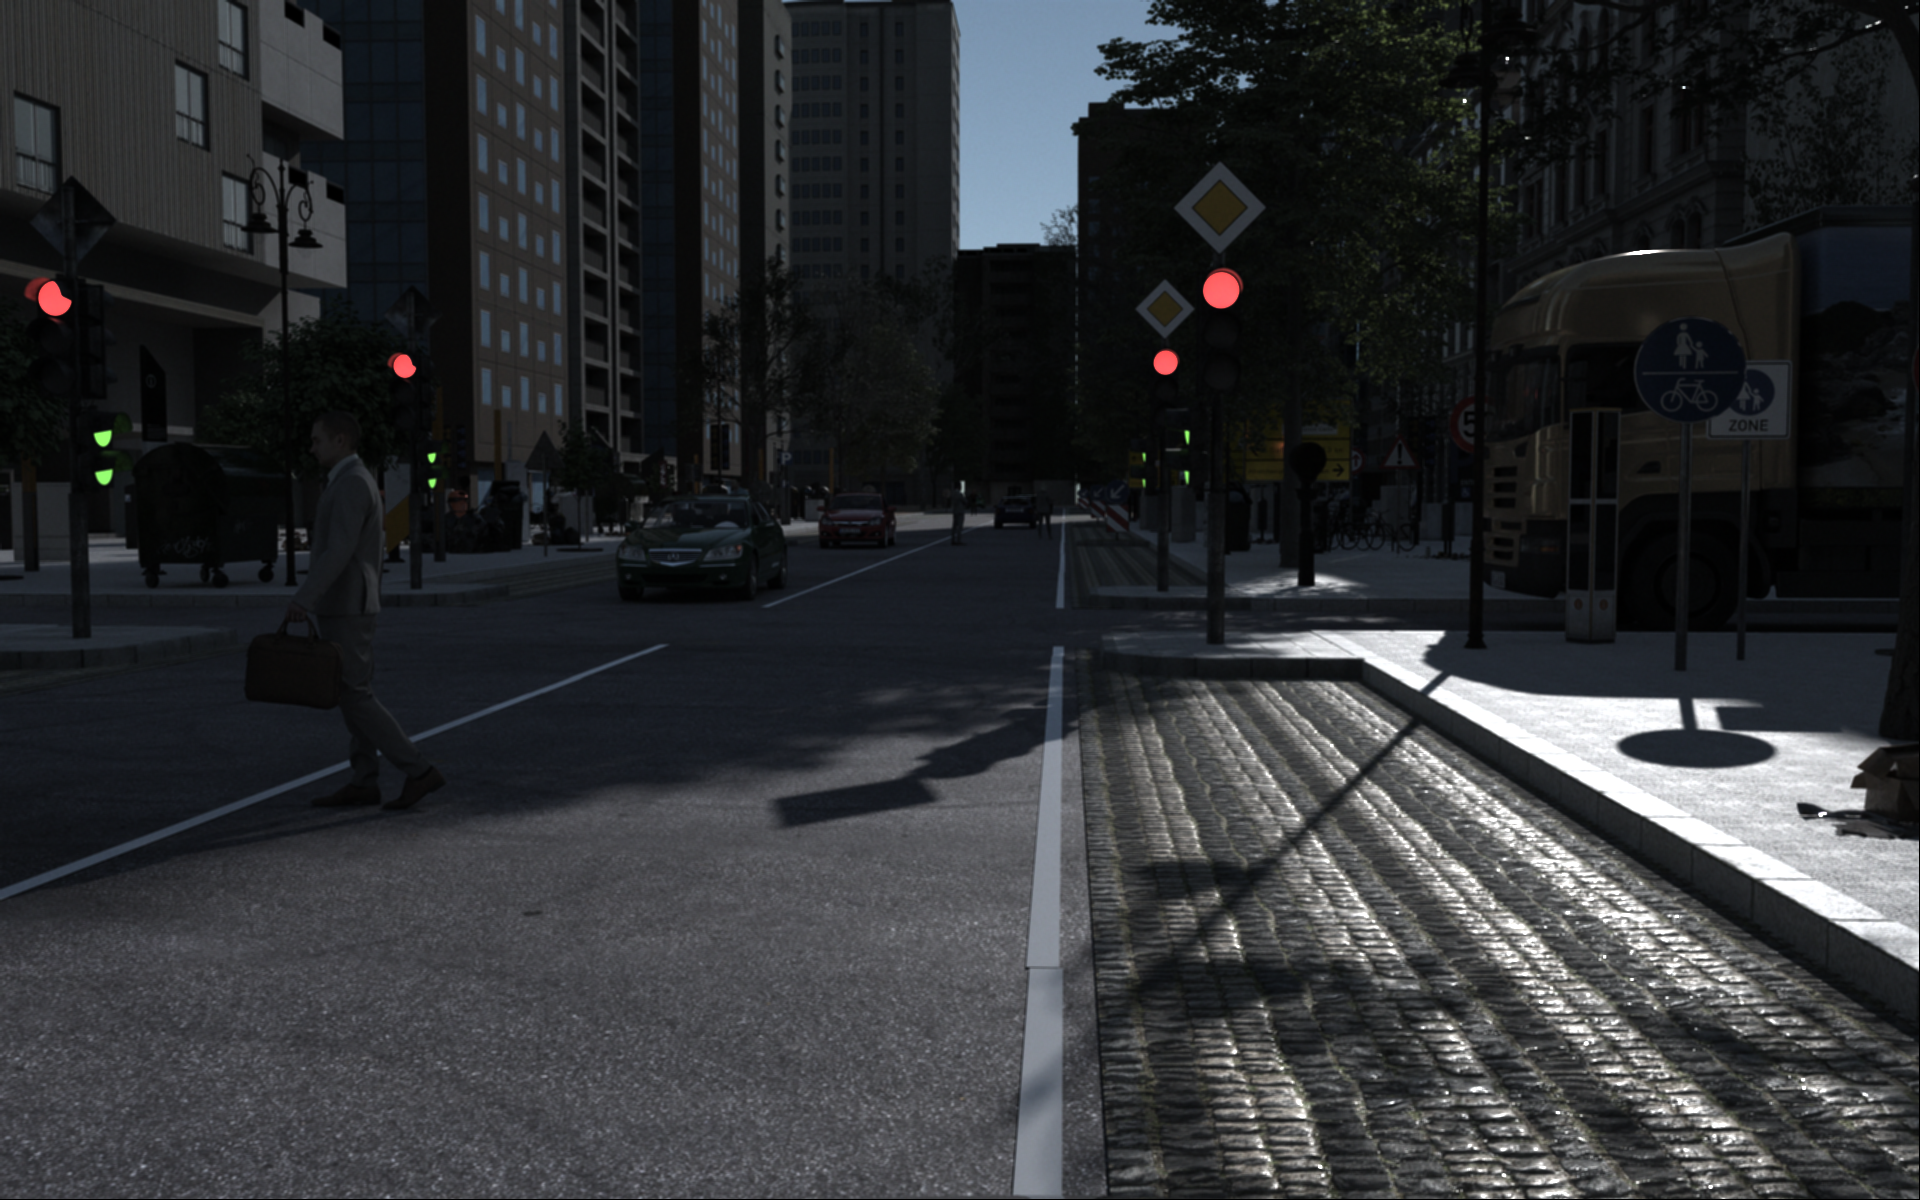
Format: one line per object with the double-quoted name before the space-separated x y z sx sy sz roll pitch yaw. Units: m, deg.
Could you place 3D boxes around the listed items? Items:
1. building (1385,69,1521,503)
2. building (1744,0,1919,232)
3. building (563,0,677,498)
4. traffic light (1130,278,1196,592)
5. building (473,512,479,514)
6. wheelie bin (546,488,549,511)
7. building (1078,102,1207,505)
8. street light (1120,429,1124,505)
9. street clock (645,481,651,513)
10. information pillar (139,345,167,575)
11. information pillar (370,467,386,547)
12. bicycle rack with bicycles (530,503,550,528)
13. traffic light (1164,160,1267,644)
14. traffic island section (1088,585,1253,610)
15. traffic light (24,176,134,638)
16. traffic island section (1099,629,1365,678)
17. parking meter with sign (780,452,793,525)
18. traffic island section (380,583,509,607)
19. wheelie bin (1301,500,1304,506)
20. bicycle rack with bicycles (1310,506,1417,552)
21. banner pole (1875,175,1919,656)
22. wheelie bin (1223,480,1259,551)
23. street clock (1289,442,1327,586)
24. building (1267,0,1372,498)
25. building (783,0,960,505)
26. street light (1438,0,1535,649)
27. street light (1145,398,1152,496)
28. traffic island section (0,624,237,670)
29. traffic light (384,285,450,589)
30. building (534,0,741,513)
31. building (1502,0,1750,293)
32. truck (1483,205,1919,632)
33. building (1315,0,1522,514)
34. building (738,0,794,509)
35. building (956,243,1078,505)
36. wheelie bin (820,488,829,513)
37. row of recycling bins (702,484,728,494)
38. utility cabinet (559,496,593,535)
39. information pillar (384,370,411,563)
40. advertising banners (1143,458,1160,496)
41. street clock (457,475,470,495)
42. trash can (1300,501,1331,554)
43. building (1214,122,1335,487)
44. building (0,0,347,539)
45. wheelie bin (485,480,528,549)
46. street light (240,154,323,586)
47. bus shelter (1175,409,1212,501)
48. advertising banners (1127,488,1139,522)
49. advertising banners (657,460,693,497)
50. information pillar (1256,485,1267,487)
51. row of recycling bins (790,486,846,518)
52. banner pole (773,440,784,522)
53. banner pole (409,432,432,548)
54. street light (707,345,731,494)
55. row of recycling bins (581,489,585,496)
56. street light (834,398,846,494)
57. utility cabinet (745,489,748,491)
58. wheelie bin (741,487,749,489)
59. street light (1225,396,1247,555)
"building" 29.554 -14.845 84.513 13.314 21.916 24.055 0 4 3
"building" 28.642 -11.306 39.604 16.860 20.320 10.420 0 4 3
"building" -29.316 -41.056 109.511 20.563 71.187 20.611 0 4 3
"traffic light" 2.656 -2.067 22.721 0.839 4.253 0.868 0 4 3
"building" -27.212 -26.312 80.315 14.600 45.320 14.200 0 4 3
"wheelie bin" -19.279 -4.537 82.083 0.693 1.594 0.980 2 4 26
"building" 20.797 -33.708 201.233 14.200 45.320 14.600 0 4 3
"street light" 9.075 -7.568 96.531 0.468 5.910 1.993 0 4 3
"street clock" -16.950 -5.475 94.079 0.358 2.002 0.471 2 4 34
"information pillar" -12.756 -2.207 27.437 0.183 3.616 0.504 1 4 15
"information pillar" -14.000 -2.267 41.549 0.304 2.012 0.304 2 4 23
"bicycle rack with bicycles" -16.266 -3.202 65.737 2.852 0.926 2.925 -3 5 -43
"traffic light" 2.174 -1.580 14.750 0.839 4.253 0.868 0 4 3
"traffic island section" 2.695 -0.034 22.832 2.009 0.180 2.903 0 4 3
"traffic light" -7.820 -1.616 15.336 0.839 4.253 0.868 0 4 3
"traffic island section" 2.213 0.454 14.862 2.009 0.180 2.903 0 4 3
"parking meter with sign" -7.261 -4.645 72.206 0.543 3.016 1.738 0 4 -8
"traffic island section" -7.378 -0.071 23.444 2.009 0.180 2.903 0 4 3
"wheelie bin" 16.068 -4.436 80.439 0.693 1.594 0.980 1 4 17
"bicycle rack with bicycles" 8.591 -1.596 39.473 2.852 0.926 2.925 -2 4 -25
"banner pole" 7.703 -1.440 13.567 0.863 3.779 0.401 3 5 43
"wheelie bin" 6.168 -1.899 38.956 0.693 1.594 0.980 -1 4 -11
"street clock" 4.846 -1.200 24.184 0.471 2.002 0.358 0 4 -5
"building" 38.029 -50.651 140.822 22.319 86.520 31.000 0 4 3
"building" -14.244 -40.636 206.398 28.212 58.520 21.231 0 4 3
"street light" 4.297 -2.536 14.258 0.468 5.910 1.993 0 4 3
"street light" 7.397 -5.759 66.943 0.468 5.910 1.993 0 4 3
"traffic island section" -7.860 0.416 15.473 2.009 0.180 2.903 0 4 3
"traffic light" -7.338 -2.103 23.307 0.839 4.253 0.868 0 4 3
"building" -24.403 -29.193 127.410 14.600 45.320 14.200 0 4 3
"building" 28.523 -16.687 60.226 14.401 28.519 23.554 0 4 3
"truck" 10.628 -1.778 17.980 11.283 4.237 2.839 0 4 2
"building" 40.475 -25.814 113.939 32.217 40.220 23.993 0 4 3
"building" -26.625 -32.229 150.648 21.600 48.544 21.300 0 4 3
"building" 6.679 -26.362 202.712 14.107 30.474 14.160 0 4 3
"wheelie bin" -7.242 -5.026 90.090 0.693 1.594 0.980 2 4 25
"row of recycling bins" -10.176 -3.979 72.174 1.069 1.692 3.534 -1 4 -12
"utility cabinet" -12.096 -2.653 54.541 1.020 1.237 0.306 -2 4 -30
"information pillar" -10.538 -2.510 32.399 0.504 3.616 0.183 -3 4 -38
"advertising banners" 7.875 -4.502 69.787 0.090 3.025 2.074 -1 4 -23
"street clock" -19.216 -3.823 67.081 0.358 2.002 0.471 3 5 45
"trash can" 7.642 -1.577 37.445 0.748 1.137 0.748 0 3 0
"building" 42.524 -33.589 203.797 28.867 44.769 22.147 0 4 3
"building" -35.956 -28.242 50.995 28.713 52.752 27.495 0 4 3
"wheelie bin" -10.494 -1.976 40.220 0.980 1.594 0.693 -2 4 -34
"street light" -9.349 -3.134 24.034 0.468 5.910 1.993 0 4 3
"bus shelter" 9.824 -5.669 70.316 2.179 5.291 8.768 0 4 4
"advertising banners" 8.100 -5.138 80.196 0.090 3.025 2.074 2 4 25
"advertising banners" -14.655 -5.715 89.623 2.074 3.025 0.090 -2 4 -30
"information pillar" 11.827 -3.882 67.958 0.304 2.012 0.304 -1 4 -22
"row of recycling bins" -7.945 -5.332 94.287 3.534 1.692 1.069 -1 4 -19
"banner pole" -8.842 -5.741 83.876 0.401 3.779 0.863 2 4 27
"banner pole" -12.607 -3.105 40.780 0.863 3.779 0.401 1 4 20
"street light" -7.492 -4.962 53.919 0.468 5.910 1.993 0 4 3
"row of recycling bins" -16.222 -4.447 79.828 1.069 1.692 3.534 1 4 22
"street light" -5.785 -6.772 83.505 0.468 5.910 1.993 0 4 3
"utility cabinet" -9.440 -4.163 76.736 0.318 1.500 1.173 1 4 23
"wheelie bin" -10.259 -4.584 82.863 0.980 1.594 0.693 -3 5 -40
"street light" 5.648 -3.895 36.471 0.468 5.910 1.993 0 4 3
